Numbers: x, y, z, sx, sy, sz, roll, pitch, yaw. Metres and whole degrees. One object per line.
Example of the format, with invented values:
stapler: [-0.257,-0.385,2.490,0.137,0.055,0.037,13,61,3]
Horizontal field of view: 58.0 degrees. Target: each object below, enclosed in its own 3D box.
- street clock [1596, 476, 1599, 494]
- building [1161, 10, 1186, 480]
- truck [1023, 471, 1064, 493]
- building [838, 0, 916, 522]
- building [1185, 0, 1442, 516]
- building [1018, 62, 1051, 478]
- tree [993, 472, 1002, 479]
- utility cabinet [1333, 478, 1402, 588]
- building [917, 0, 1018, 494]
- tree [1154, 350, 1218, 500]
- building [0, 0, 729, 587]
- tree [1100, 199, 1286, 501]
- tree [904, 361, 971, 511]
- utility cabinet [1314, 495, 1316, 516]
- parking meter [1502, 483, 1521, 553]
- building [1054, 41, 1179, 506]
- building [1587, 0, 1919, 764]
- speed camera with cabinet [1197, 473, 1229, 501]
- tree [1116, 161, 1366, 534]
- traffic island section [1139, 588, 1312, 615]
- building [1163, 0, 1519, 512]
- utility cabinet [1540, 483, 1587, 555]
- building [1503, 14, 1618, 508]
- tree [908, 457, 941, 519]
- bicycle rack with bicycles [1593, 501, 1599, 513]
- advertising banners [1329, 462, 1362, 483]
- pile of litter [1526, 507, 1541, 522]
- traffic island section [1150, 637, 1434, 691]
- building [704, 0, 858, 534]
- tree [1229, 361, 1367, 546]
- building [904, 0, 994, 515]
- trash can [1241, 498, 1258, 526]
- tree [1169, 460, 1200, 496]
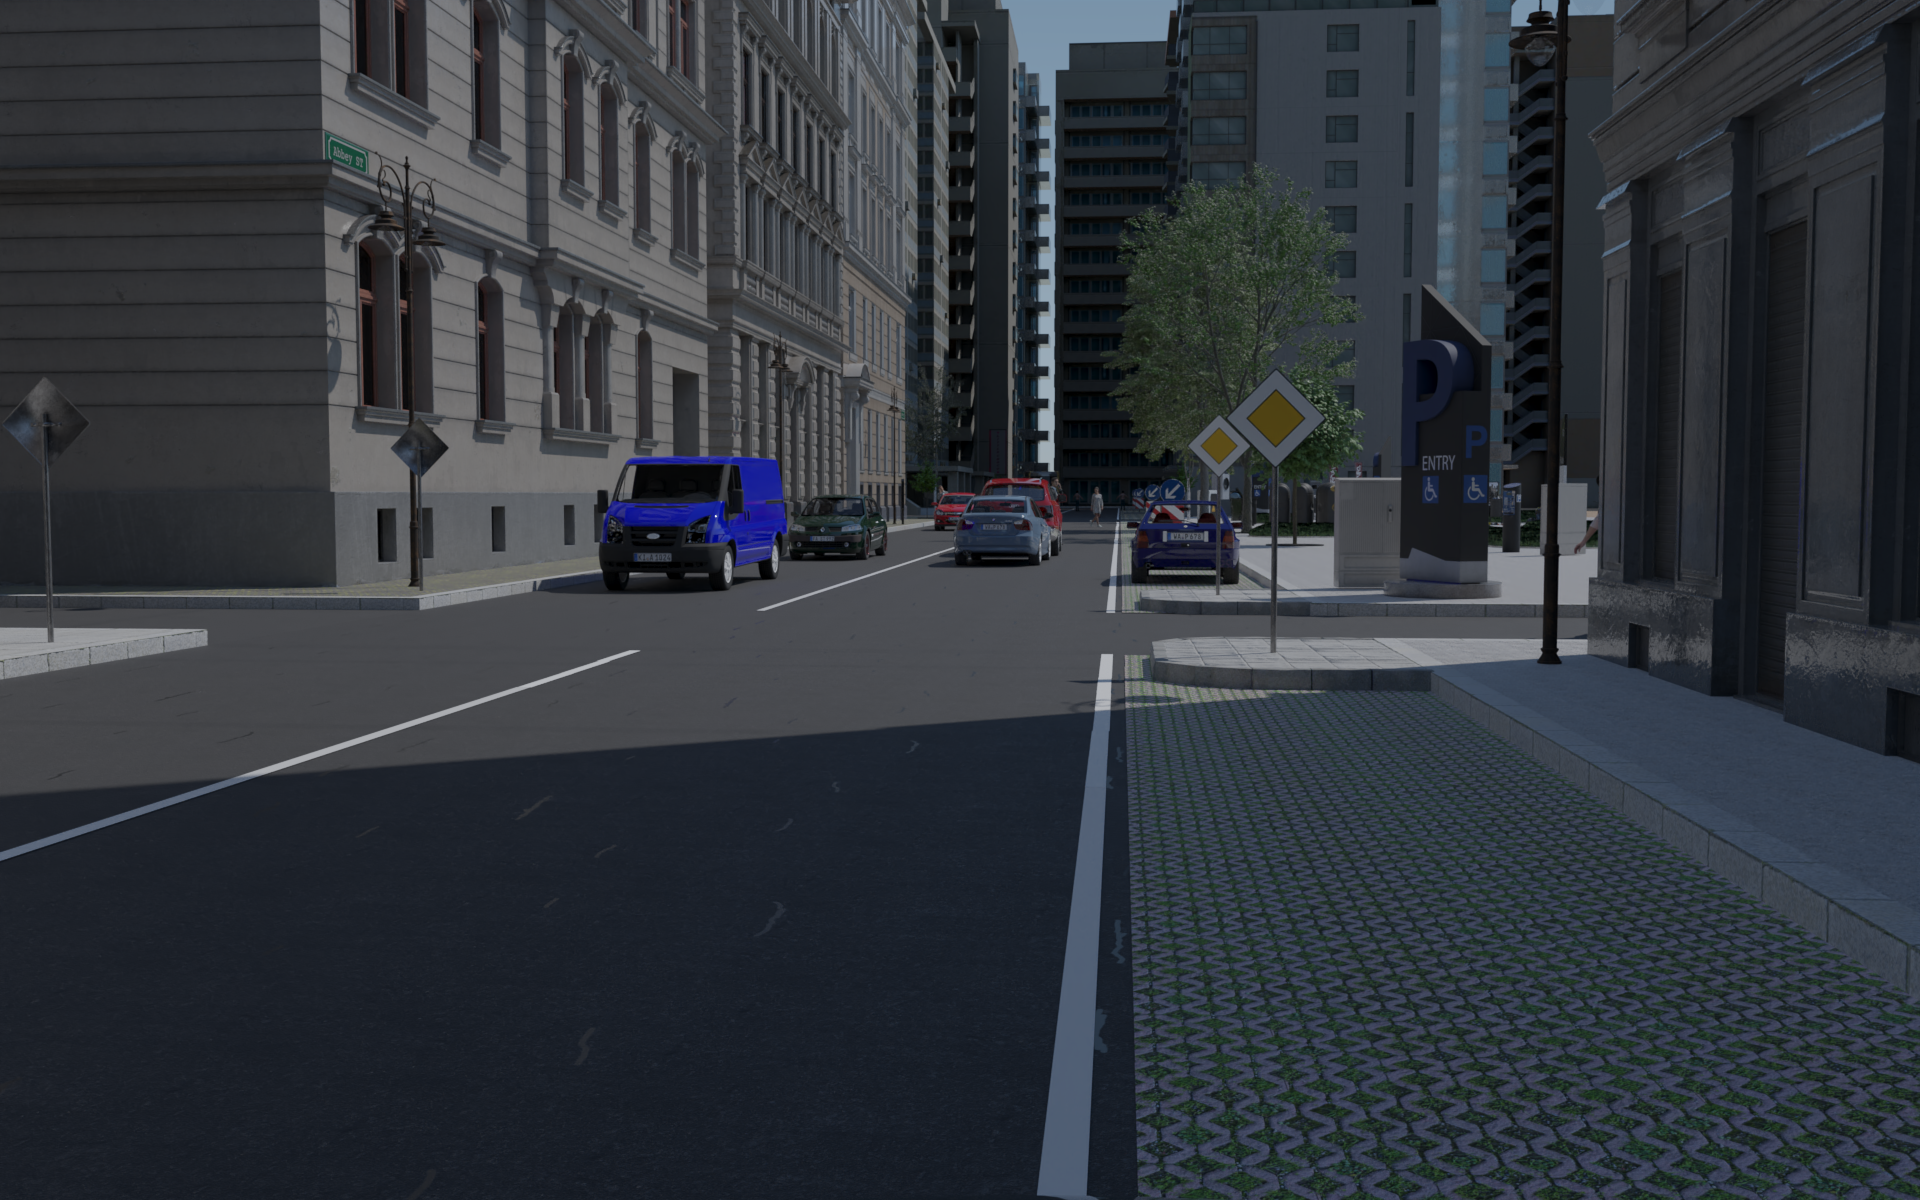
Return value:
street clock: [23.049,-3.519,62.100,0.471,2.002,0.358,2,4,25]
building: [29.503,-30.689,156.388,22.147,44.769,28.867,0,4,5]
truck: [7.299,-9.435,150.179,3.469,3.379,9.791,0,4,3]
building: [-9.729,-17.773,76.495,13.634,28.700,20.117,0,4,5]
building: [20.734,-20.381,104.939,14.160,30.474,14.107,0,4,5]
building: [-5.117,-35.085,193.246,30.456,49.044,23.786,0,4,5]
tree: [2.935,-9.543,150.630,1.663,3.219,1.824,0,3,0]
utility cabinet: [5.693,-0.905,23.480,1.173,1.500,0.318,0,4,-1]
building: [-5.652,-32.976,162.864,21.600,48.544,21.300,0,4,5]
tree: [11.366,-8.281,85.764,4.737,8.622,4.395,0,3,0]
building: [-13.736,-15.118,34.562,14.401,28.519,23.554,0,4,5]
tree: [9.182,-9.133,67.454,7.486,12.596,7.792,0,3,0]
tree: [-1.605,-8.852,95.093,4.360,8.622,3.978,0,3,0]
utility cabinet: [18.178,-4.760,88.989,1.020,1.237,0.306,-3,5,-45]
parking meter: [12.128,-1.814,38.074,0.372,1.533,0.369,0,3,0]
building: [21.297,-34.618,189.701,21.600,48.544,21.300,0,4,5]
building: [8.872,-9.468,3.946,9.793,20.994,18.267,0,4,5]
speed camera with cabinet: [10.941,-4.915,74.702,0.660,3.252,2.038,2,4,34]
tree: [9.155,-7.952,55.778,9.928,11.665,9.643,0,3,0]
traffic island section: [3.291,0.019,21.976,2.009,0.180,2.903,0,4,5]
building: [27.164,-31.017,126.741,23.786,49.044,30.456,0,4,5]
utility cabinet: [12.606,-1.683,36.195,1.173,1.500,0.318,-3,4,-36]
building: [55.888,-31.225,160.647,14.200,45.320,14.600,0,4,5]
tree: [-1.724,-5.885,90.819,1.663,3.219,1.824,0,3,0]
bicycle rack with bicycles: [30.533,-4.358,84.636,2.852,0.926,2.925,1,4,15]
advertising banners: [19.449,-5.540,86.774,2.074,3.025,0.090,1,4,10]
pile of litter: [20.968,-2.936,61.963,1.719,0.858,1.176,0,4,3]
traffic island section: [2.556,0.505,14.025,2.009,0.180,2.903,0,4,5]
building: [-10.101,-13.929,56.613,11.050,23.489,19.941,0,4,5]
tree: [8.305,-3.630,43.072,4.285,4.588,4.351,0,3,0]
building: [-13.727,-27.205,136.676,32.217,40.220,23.993,0,4,5]
trash can: [11.606,-3.542,69.566,0.748,1.137,0.748,0,3,0]
tree: [12.524,-6.316,97.872,1.663,3.219,1.824,0,3,0]
